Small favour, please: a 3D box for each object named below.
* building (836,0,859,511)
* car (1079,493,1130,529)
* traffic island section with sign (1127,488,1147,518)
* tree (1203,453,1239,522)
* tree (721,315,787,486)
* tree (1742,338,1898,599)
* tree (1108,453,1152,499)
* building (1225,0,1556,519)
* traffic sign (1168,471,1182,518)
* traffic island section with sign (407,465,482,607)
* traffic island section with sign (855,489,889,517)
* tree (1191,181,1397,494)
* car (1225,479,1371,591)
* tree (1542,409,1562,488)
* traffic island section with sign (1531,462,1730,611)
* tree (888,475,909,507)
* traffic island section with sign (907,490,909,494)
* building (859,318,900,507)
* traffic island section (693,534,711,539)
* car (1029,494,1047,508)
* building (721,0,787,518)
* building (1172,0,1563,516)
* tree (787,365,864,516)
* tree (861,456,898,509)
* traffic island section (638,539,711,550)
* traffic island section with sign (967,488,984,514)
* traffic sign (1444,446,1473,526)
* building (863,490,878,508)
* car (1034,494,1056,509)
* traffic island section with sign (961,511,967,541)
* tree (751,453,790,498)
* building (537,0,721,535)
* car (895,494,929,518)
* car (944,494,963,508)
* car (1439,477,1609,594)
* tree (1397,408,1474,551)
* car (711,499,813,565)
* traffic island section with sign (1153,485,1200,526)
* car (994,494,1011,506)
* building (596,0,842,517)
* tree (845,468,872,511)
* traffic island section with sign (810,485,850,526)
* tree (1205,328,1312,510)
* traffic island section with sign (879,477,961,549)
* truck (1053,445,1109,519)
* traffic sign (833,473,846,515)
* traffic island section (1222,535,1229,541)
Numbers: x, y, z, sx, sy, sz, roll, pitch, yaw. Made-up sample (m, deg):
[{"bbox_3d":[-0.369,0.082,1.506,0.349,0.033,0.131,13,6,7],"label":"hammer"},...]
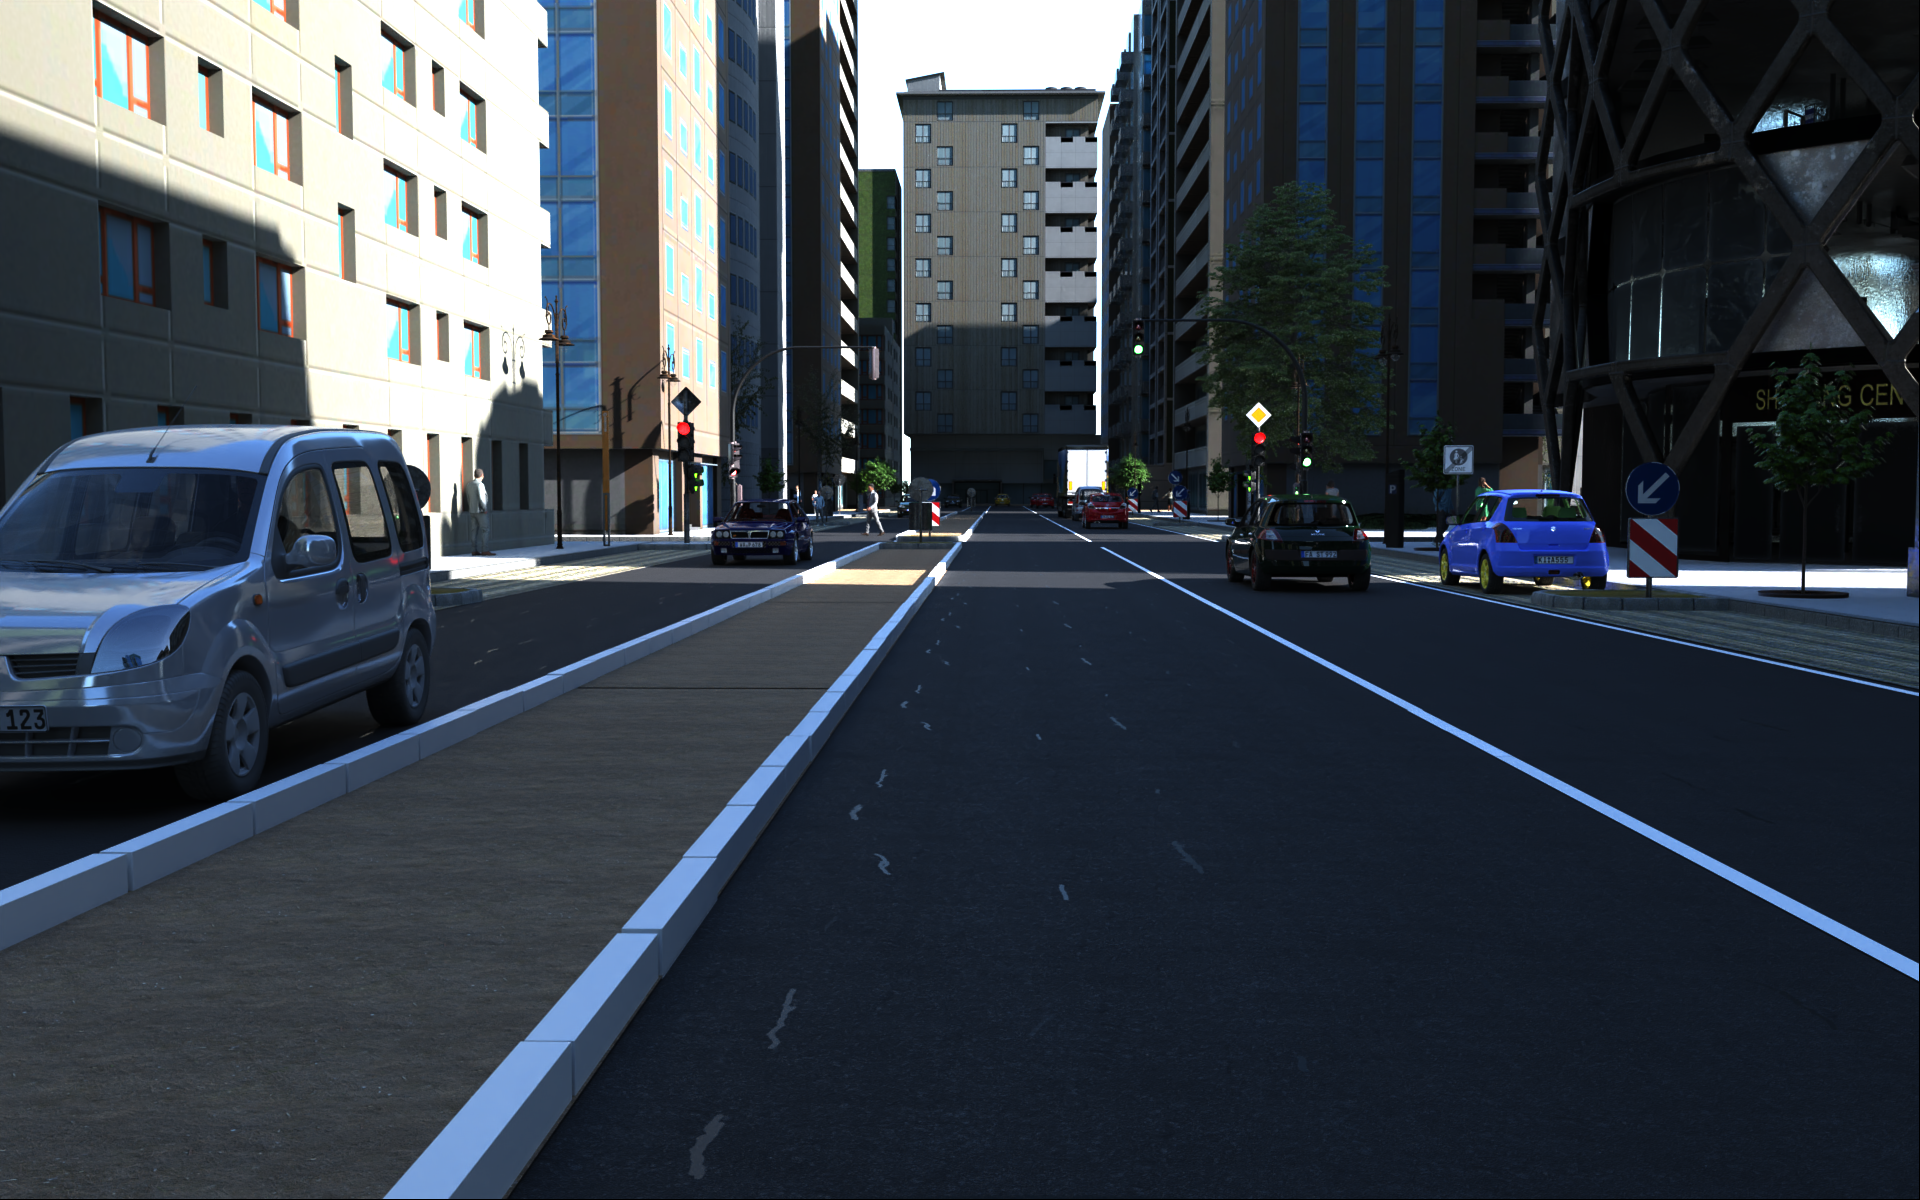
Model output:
[{"bbox_3d":[-19.618,-31.512,138.916,21.300,48.544,21.600,0,4,1],"label":"building"},{"bbox_3d":[6.086,-3.902,72.845,2.155,1.783,4.494,0,4,2],"label":"car"},{"bbox_3d":[10.327,-5.905,105.177,1.989,1.847,2.006,0,4,1],"label":"traffic island section with sign"},{"bbox_3d":[12.057,-5.277,80.882,1.663,3.219,1.824,0,3,0],"label":"tree"},{"bbox_3d":[-9.509,-7.349,70.513,4.360,8.622,3.978,0,3,0],"label":"tree"},{"bbox_3d":[10.461,-1.652,21.604,1.663,3.219,1.824,0,3,0],"label":"tree"},{"bbox_3d":[13.318,-9.246,134.889,4.285,4.588,4.351,0,3,0],"label":"tree"},{"bbox_3d":[20.873,-26.612,85.224,14.600,45.320,14.200,0,4,1],"label":"building"},{"bbox_3d":[11.755,-5.780,94.614,0.768,2.556,0.104,0,4,4],"label":"traffic sign"},{"bbox_3d":[-7.386,-0.858,22.661,1.989,1.847,2.006,0,4,1],"label":"traffic island section with sign"},{"bbox_3d":[-5.436,-6.045,107.467,1.989,1.847,2.006,0,4,1],"label":"traffic island section with sign"},{"bbox_3d":[12.089,-8.901,63.666,7.486,12.596,7.792,0,3,0],"label":"tree"},{"bbox_3d":[5.225,-1.058,27.084,2.009,1.686,4.222,0,4,1],"label":"car"},{"bbox_3d":[32.082,-8.978,97.158,4.360,8.622,3.978,0,3,0],"label":"tree"},{"bbox_3d":[8.435,-0.824,22.099,1.989,1.847,2.006,0,4,1],"label":"traffic island section with sign"},{"bbox_3d":[-6.524,-11.016,174.715,1.663,3.219,1.824,0,3,0],"label":"tree"},{"bbox_3d":[-4.355,-8.964,155.181,1.989,1.847,2.006,0,4,1],"label":"traffic island section with sign"},{"bbox_3d":[-21.835,-21.179,191.320,28.899,21.520,27.650,0,4,1],"label":"building"},{"bbox_3d":[-7.006,-1.907,53.456,2.009,0.180,2.903,0,4,1],"label":"traffic island section"},{"bbox_3d":[8.413,-10.775,185.206,2.155,1.783,4.494,0,4,1],"label":"car"},{"bbox_3d":[-21.277,-33.480,89.393,21.231,58.520,28.212,0,4,1],"label":"building"},{"bbox_3d":[25.481,-29.797,110.879,21.300,48.544,21.600,0,4,1],"label":"building"},{"bbox_3d":[-7.738,-9.089,98.967,4.360,8.622,3.978,0,3,0],"label":"tree"},{"bbox_3d":[-6.914,-9.919,145.888,4.285,4.588,4.351,0,3,0],"label":"tree"},{"bbox_3d":[-7.189,-1.418,45.473,2.009,0.180,2.903,0,4,1],"label":"traffic island section"},{"bbox_3d":[0.819,-7.337,128.091,2.006,1.907,1.989,0,4,1],"label":"traffic island section with sign"},{"bbox_3d":[10.461,-2.097,36.411,0.606,2.300,0.079,1,4,9],"label":"traffic sign"},{"bbox_3d":[-24.231,-28.805,162.846,32.217,40.220,23.993,0,4,1],"label":"building"},{"bbox_3d":[8.490,-10.029,173.015,2.155,1.783,4.494,0,4,2],"label":"car"},{"bbox_3d":[-0.889,-2.742,52.972,2.006,1.907,1.989,0,4,1],"label":"traffic island section with sign"},{"bbox_3d":[-8.883,-5.263,80.652,1.663,3.219,1.824,0,3,0],"label":"tree"},{"bbox_3d":[-16.060,-25.073,60.060,14.600,45.320,14.200,0,4,1],"label":"building"},{"bbox_3d":[-2.908,-5.826,105.044,2.009,1.686,4.222,0,4,0],"label":"car"},{"bbox_3d":[-0.687,-10.466,180.902,2.009,1.686,4.222,0,4,2],"label":"car"},{"bbox_3d":[8.355,-1.000,25.944,1.945,1.707,3.694,0,4,2],"label":"car"},{"bbox_3d":[10.716,-2.732,39.273,1.663,3.219,1.824,0,3,0],"label":"tree"},{"bbox_3d":[-4.120,-1.453,36.330,1.945,1.354,3.894,0,4,2],"label":"car"},{"bbox_3d":[9.702,-4.232,77.824,1.989,1.847,2.006,0,4,1],"label":"traffic island section with sign"},{"bbox_3d":[5.009,-11.811,203.326,2.015,1.641,3.980,0,4,3],"label":"car"},{"bbox_3d":[-15.736,-28.668,118.829,14.600,45.320,14.200,0,4,1],"label":"building"},{"bbox_3d":[-7.590,-8.469,133.067,1.663,3.219,1.824,0,3,0],"label":"tree"},{"bbox_3d":[-6.086,-4.326,79.359,1.989,1.847,2.006,0,4,1],"label":"traffic island section with sign"},{"bbox_3d":[12.585,-7.546,73.734,4.737,8.622,4.395,0,3,0],"label":"tree"},{"bbox_3d":[-1.068,-2.289,45.567,2.006,1.907,1.989,0,4,1],"label":"traffic island section with sign"},{"bbox_3d":[7.280,-7.083,104.718,2.839,4.237,11.283,0,3,0],"label":"truck"},{"bbox_3d":[-7.455,-6.548,107.172,0.768,2.556,0.104,0,4,2],"label":"traffic sign"},{"bbox_3d":[9.131,-1.884,53.083,2.009,0.180,2.903,0,4,1],"label":"traffic island section"}]
